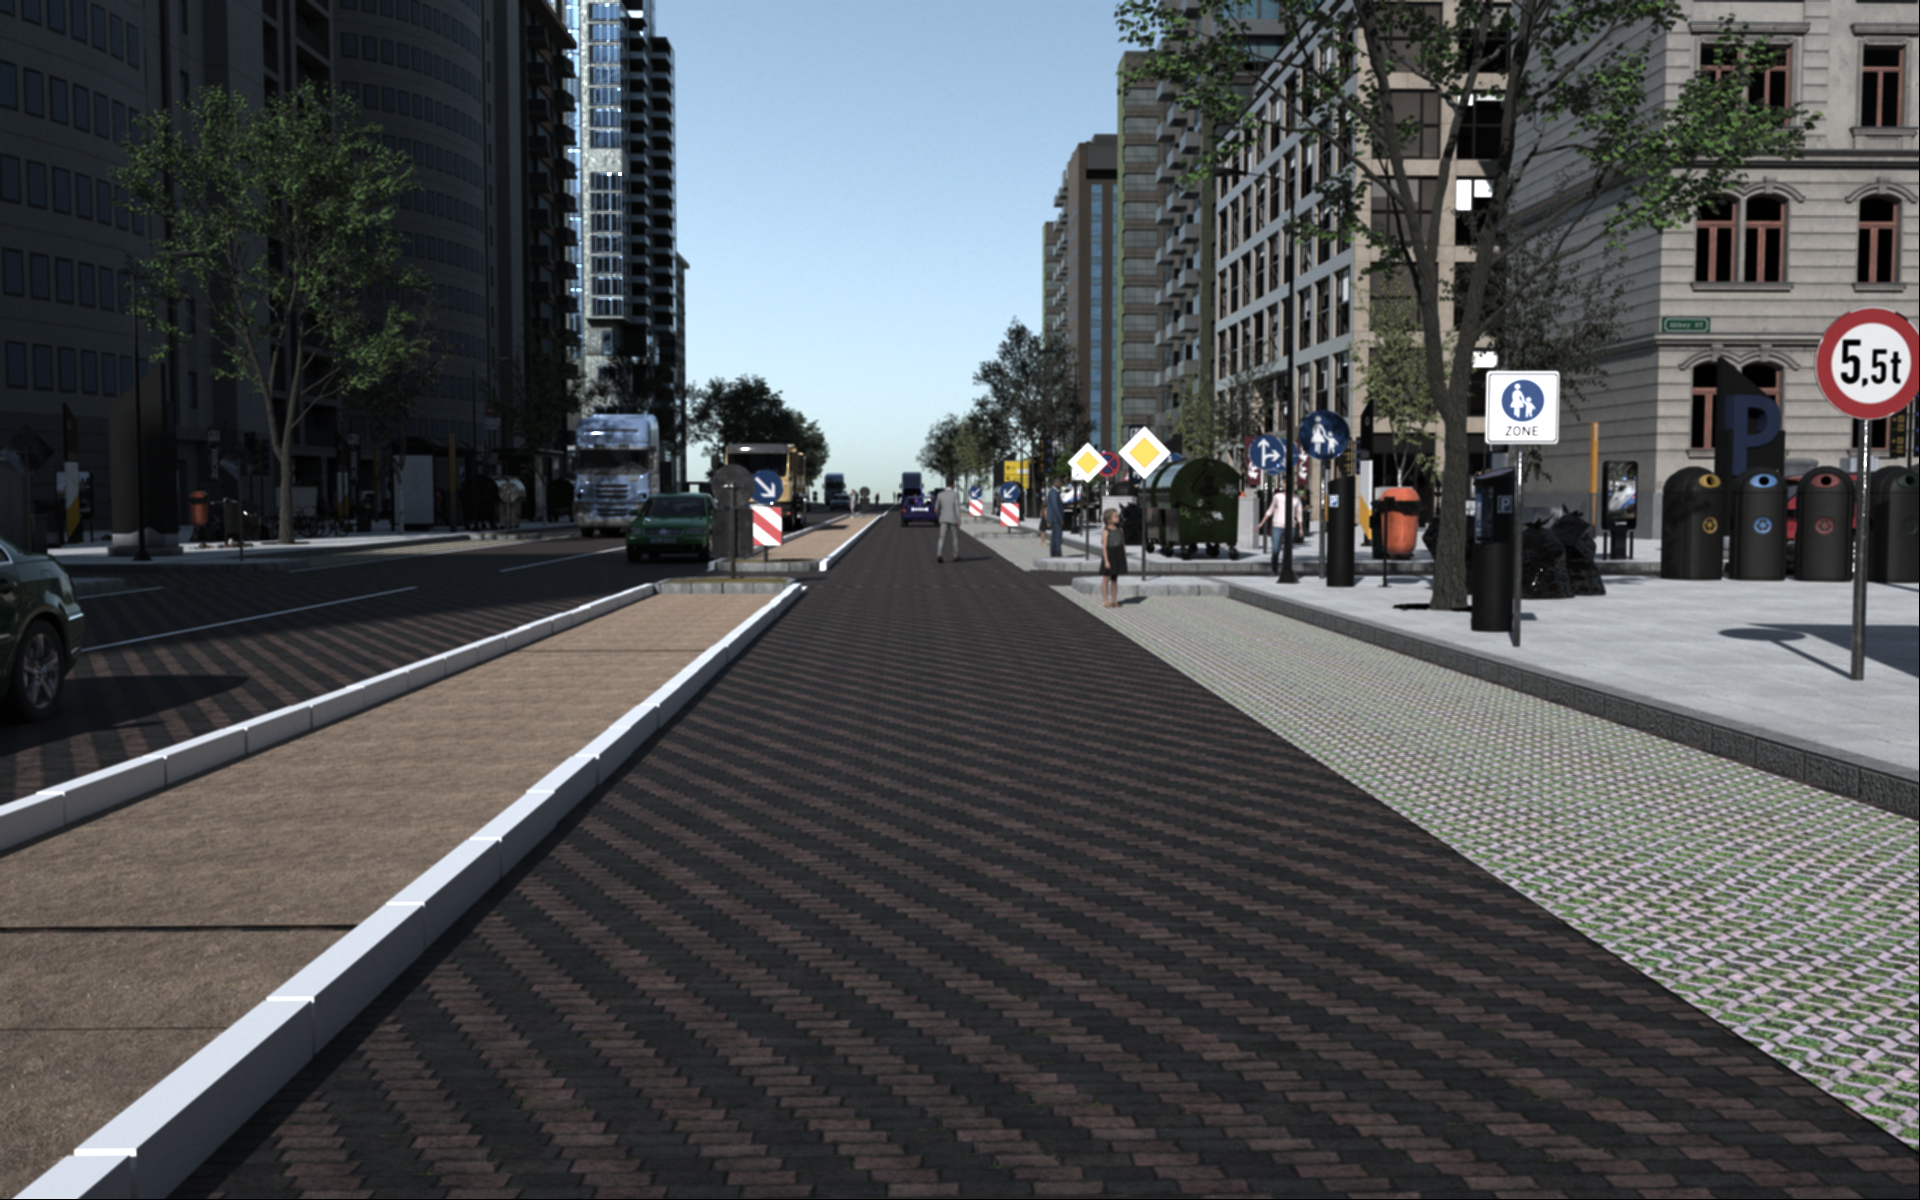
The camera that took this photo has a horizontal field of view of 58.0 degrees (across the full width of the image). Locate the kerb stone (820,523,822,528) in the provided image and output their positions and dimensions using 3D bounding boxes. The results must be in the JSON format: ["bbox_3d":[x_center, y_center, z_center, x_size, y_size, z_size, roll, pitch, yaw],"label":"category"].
[{"bbox_3d":[-5.862,-2.985,71.001,0.120,0.150,1.000,0,4,-2],"label":"kerb stone"}]

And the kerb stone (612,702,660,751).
[{"bbox_3d":[-1.890,0.744,10.048,0.120,0.150,1.000,0,4,-2],"label":"kerb stone"}]

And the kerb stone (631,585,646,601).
[{"bbox_3d":[-4.396,-0.069,23.322,0.120,0.150,1.000,0,4,-2],"label":"kerb stone"}]

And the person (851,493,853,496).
[{"bbox_3d":[-11.858,-11.325,193.534,0.599,1.838,0.709,-2,4,-23],"label":"person"}]

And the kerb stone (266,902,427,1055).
[{"bbox_3d":[-1.722,1.057,4.918,0.120,0.150,1.000,0,4,-2],"label":"kerb stone"}]

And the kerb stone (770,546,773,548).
[{"bbox_3d":[-5.080,-1.418,45.399,0.120,0.150,1.000,0,4,-2],"label":"kerb stone"}]

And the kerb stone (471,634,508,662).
[{"bbox_3d":[-4.145,0.433,15.124,0.120,0.150,1.000,0,4,-2],"label":"kerb stone"}]

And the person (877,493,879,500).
[{"bbox_3d":[-11.255,-13.985,238.616,0.415,1.643,0.593,-1,4,-20],"label":"person"}]

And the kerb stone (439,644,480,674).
[{"bbox_3d":[-4.113,0.495,14.102,0.120,0.150,1.000,0,4,-2],"label":"kerb stone"}]

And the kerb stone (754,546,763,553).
[{"bbox_3d":[-4.980,-1.231,42.322,0.120,0.150,1.000,0,4,-2],"label":"kerb stone"}]

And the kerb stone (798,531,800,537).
[{"bbox_3d":[-5.415,-2.108,56.666,0.120,0.150,1.000,0,4,-2],"label":"kerb stone"}]

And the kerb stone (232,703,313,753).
[{"bbox_3d":[-3.984,0.746,10.001,0.120,0.150,1.000,0,4,-2],"label":"kerb stone"}]

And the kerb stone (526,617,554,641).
[{"bbox_3d":[-4.212,0.307,17.181,0.120,0.150,1.000,0,4,-2],"label":"kerb stone"}]

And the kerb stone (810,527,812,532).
[{"bbox_3d":[-5.646,-2.547,63.833,0.120,0.150,1.000,0,4,-2],"label":"kerb stone"}]

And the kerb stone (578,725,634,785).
[{"bbox_3d":[-1.851,0.806,9.021,0.120,0.150,1.000,0,4,-2],"label":"kerb stone"}]

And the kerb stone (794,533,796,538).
[{"bbox_3d":[-5.354,-1.979,54.623,0.120,0.150,1.000,0,4,-2],"label":"kerb stone"}]

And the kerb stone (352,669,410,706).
[{"bbox_3d":[-4.046,0.621,12.044,0.120,0.150,1.000,0,4,-2],"label":"kerb stone"}]

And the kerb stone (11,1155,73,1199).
[{"bbox_3d":[-1.659,1.184,2.872,0.120,0.150,1.000,0,4,-2],"label":"kerb stone"}]

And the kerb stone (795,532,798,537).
[{"bbox_3d":[-5.388,-2.046,55.644,0.120,0.150,1.000,0,4,-2],"label":"kerb stone"}]

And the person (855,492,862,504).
[{"bbox_3d":[-13.561,-13.400,228.303,1.217,1.736,0.721,-1,4,-17],"label":"person"}]

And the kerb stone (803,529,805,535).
[{"bbox_3d":[-5.517,-2.296,59.742,0.120,0.150,1.000,0,4,-2],"label":"kerb stone"}]

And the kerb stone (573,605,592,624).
[{"bbox_3d":[-4.266,0.191,19.232,0.120,0.150,1.000,0,4,-2],"label":"kerb stone"}]

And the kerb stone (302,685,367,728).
[{"bbox_3d":[-4.010,0.686,11.023,0.120,0.150,1.000,0,4,-2],"label":"kerb stone"}]

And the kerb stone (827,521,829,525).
[{"bbox_3d":[-6.044,-3.362,77.157,0.120,0.150,1.000,0,4,-2],"label":"kerb stone"}]

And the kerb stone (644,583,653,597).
[{"bbox_3d":[-4.421,-0.131,24.344,0.120,0.150,1.000,0,4,-2],"label":"kerb stone"}]

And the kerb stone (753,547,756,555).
[{"bbox_3d":[-4.914,-1.105,40.262,0.120,0.150,1.000,0,4,-2],"label":"kerb stone"}]

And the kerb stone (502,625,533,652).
[{"bbox_3d":[-4.176,0.374,16.159,0.120,0.150,1.000,0,4,-2],"label":"kerb stone"}]

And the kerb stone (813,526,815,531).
[{"bbox_3d":[-5.710,-2.670,65.876,0.120,0.150,1.000,0,4,-2],"label":"kerb stone"}]

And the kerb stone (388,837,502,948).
[{"bbox_3d":[-1.757,0.994,5.940,0.120,0.150,1.000,0,4,-2],"label":"kerb stone"}]

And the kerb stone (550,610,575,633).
[{"bbox_3d":[-4.235,0.244,18.203,0.120,0.150,1.000,0,4,-2],"label":"kerb stone"}]

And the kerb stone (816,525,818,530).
[{"bbox_3d":[-5.765,-2.796,67.922,0.120,0.150,1.000,0,4,-2],"label":"kerb stone"}]

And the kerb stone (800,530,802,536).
[{"bbox_3d":[-5.441,-2.169,57.691,0.120,0.150,1.000,0,4,-2],"label":"kerb stone"}]

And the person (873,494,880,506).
[{"bbox_3d":[-9.761,-11.665,202.485,1.065,1.426,0.557,3,5,40],"label":"person"}]

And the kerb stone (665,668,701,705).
[{"bbox_3d":[-1.946,0.618,12.098,0.120,0.150,1.000,0,4,-2],"label":"kerb stone"}]

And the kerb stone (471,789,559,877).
[{"bbox_3d":[-1.786,0.932,6.965,0.120,0.150,1.000,0,4,-2],"label":"kerb stone"}]

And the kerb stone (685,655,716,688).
[{"bbox_3d":[-1.983,0.555,13.119,0.120,0.150,1.000,0,4,-2],"label":"kerb stone"}]

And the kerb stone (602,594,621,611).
[{"bbox_3d":[-4.335,0.057,21.277,0.120,0.150,1.000,0,4,-2],"label":"kerb stone"}]

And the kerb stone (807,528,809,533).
[{"bbox_3d":[-5.577,-2.415,61.791,0.120,0.150,1.000,0,4,-2],"label":"kerb stone"}]

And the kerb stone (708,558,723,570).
[{"bbox_3d":[-4.691,-0.666,33.091,0.120,0.150,1.000,0,4,-2],"label":"kerb stone"}]

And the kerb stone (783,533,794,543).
[{"bbox_3d":[-5.323,-1.921,53.596,0.120,0.150,1.000,0,4,-2],"label":"kerb stone"}]

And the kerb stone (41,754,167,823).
[{"bbox_3d":[-3.930,0.871,7.955,0.120,0.150,1.000,0,4,-2],"label":"kerb stone"}]

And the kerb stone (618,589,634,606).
[{"bbox_3d":[-4.364,-0.002,22.300,0.120,0.150,1.000,0,4,-2],"label":"kerb stone"}]

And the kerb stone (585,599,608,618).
[{"bbox_3d":[-4.296,0.119,20.256,0.120,0.150,1.000,0,4,-2],"label":"kerb stone"}]

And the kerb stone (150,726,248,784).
[{"bbox_3d":[-3.959,0.808,8.979,0.120,0.150,1.000,0,4,-2],"label":"kerb stone"}]

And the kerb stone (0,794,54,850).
[{"bbox_3d":[-3.891,0.937,6.933,0.120,0.150,1.000,0,4,-2],"label":"kerb stone"}]

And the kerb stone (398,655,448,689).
[{"bbox_3d":[-4.081,0.558,13.076,0.120,0.150,1.000,0,4,-2],"label":"kerb stone"}]

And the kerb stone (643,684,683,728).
[{"bbox_3d":[-1.911,0.680,11.076,0.120,0.150,1.000,0,4,-2],"label":"kerb stone"}]

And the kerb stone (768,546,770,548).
[{"bbox_3d":[-5.037,-1.356,44.368,0.120,0.150,1.000,0,4,-2],"label":"kerb stone"}]

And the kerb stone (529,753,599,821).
[{"bbox_3d":[-1.829,0.869,7.986,0.120,0.150,1.000,0,4,-2],"label":"kerb stone"}]

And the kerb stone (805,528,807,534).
[{"bbox_3d":[-5.548,-2.359,60.769,0.120,0.150,1.000,0,4,-2],"label":"kerb stone"}]

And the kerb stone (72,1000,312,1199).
[{"bbox_3d":[-1.689,1.119,3.893,0.120,0.150,1.000,0,4,-2],"label":"kerb stone"}]
